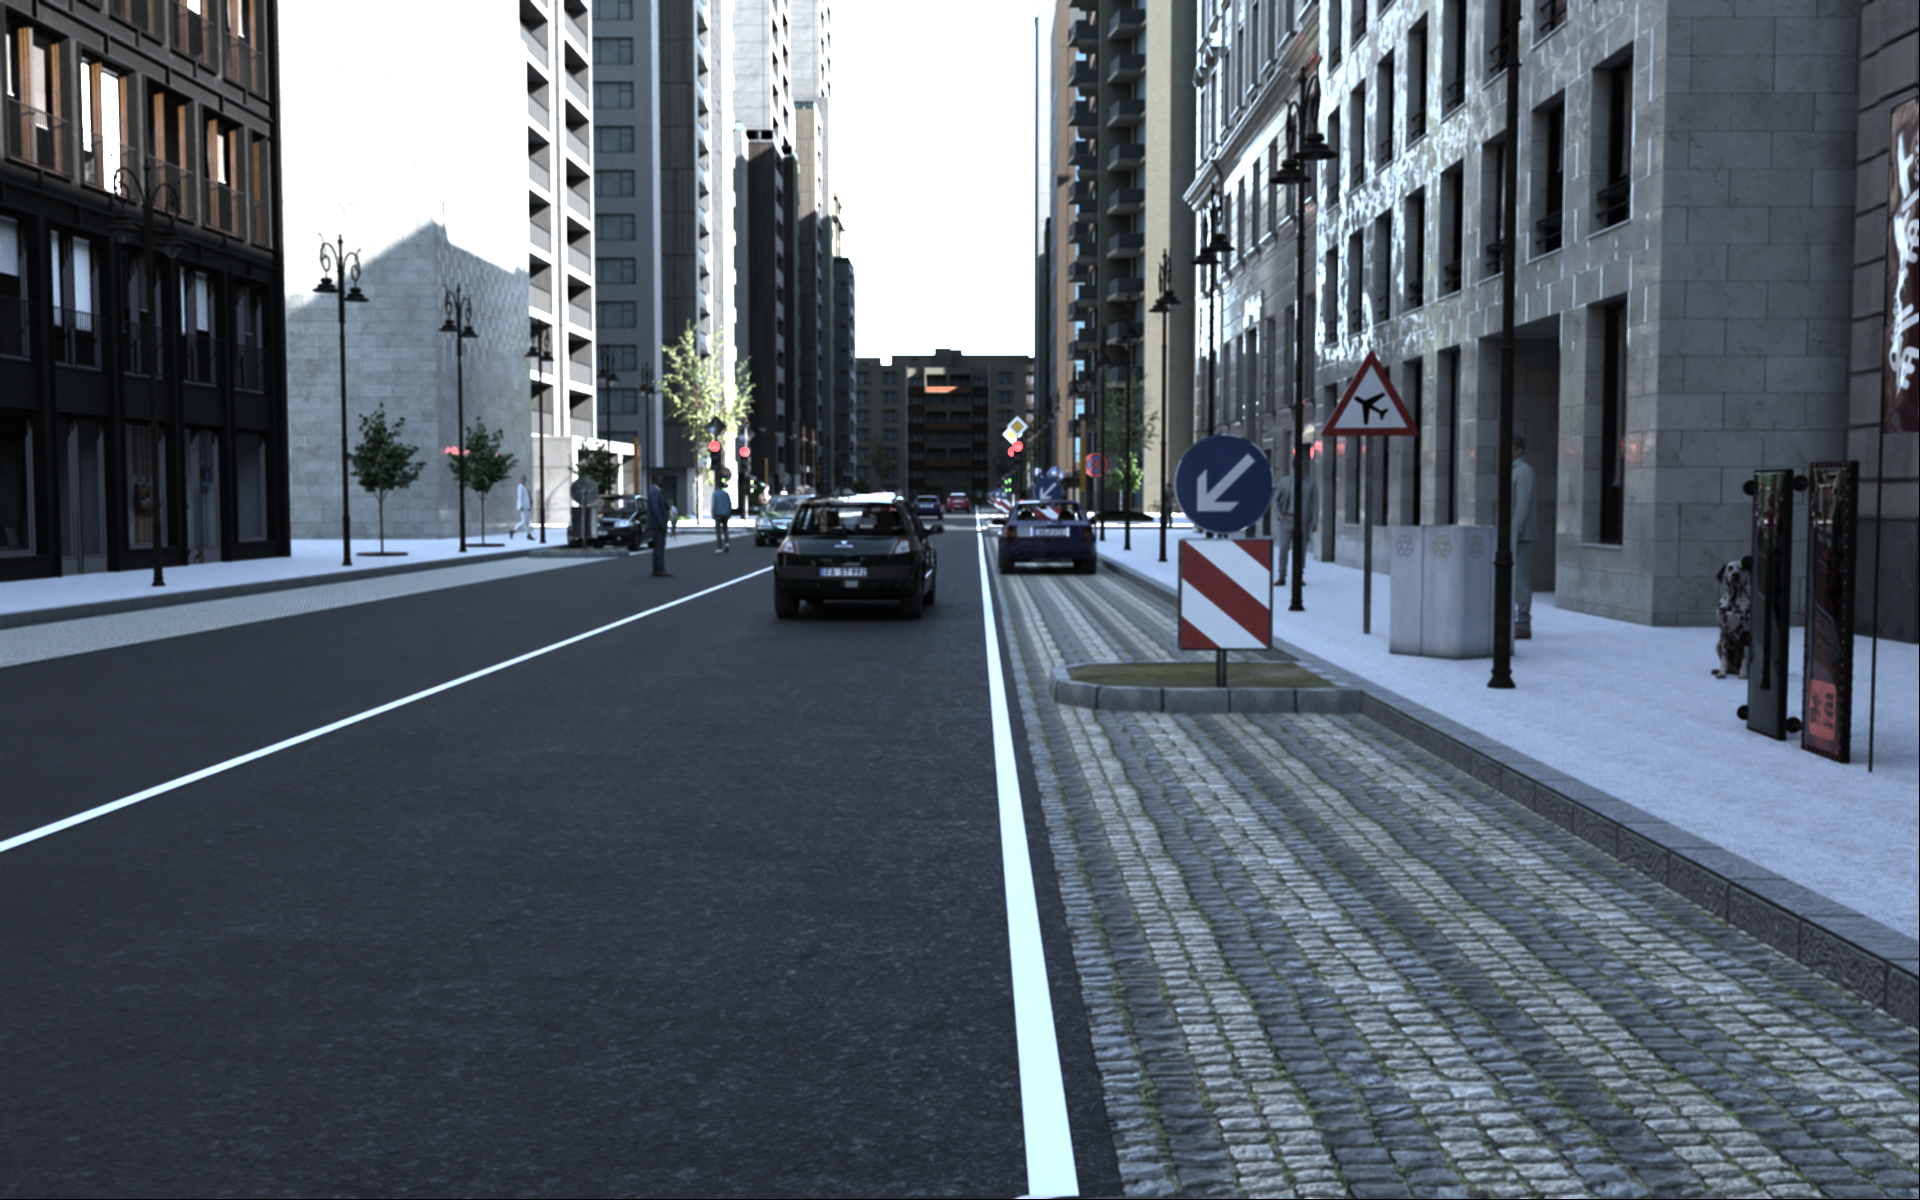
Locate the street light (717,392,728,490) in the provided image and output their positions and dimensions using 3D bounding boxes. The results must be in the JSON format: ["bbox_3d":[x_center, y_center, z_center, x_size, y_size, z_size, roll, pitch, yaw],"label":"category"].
[{"bbox_3d":[-10.688,-6.459,78.385,0.468,5.910,1.993,0,4,1],"label":"street light"}]

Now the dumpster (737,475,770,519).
[{"bbox_3d":[-10.605,-5.272,88.691,1.502,2.255,1.985,0,4,0],"label":"dumpster"}]

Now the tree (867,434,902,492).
[{"bbox_3d":[-9.344,-15.851,209.520,4.737,8.622,4.395,0,3,0],"label":"tree"}]

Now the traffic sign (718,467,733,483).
[{"bbox_3d":[-10.907,-4.897,80.176,0.768,2.556,0.104,0,4,8],"label":"traffic sign"}]

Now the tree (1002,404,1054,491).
[{"bbox_3d":[5.520,-11.670,141.166,4.737,8.622,4.395,0,3,0],"label":"tree"}]

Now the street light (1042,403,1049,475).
[{"bbox_3d":[4.260,-6.648,81.489,0.468,5.910,1.993,0,4,1],"label":"street light"}]

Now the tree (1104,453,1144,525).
[{"bbox_3d":[7.030,-4.726,71.872,1.663,3.219,1.824,0,3,0],"label":"tree"}]

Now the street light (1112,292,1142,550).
[{"bbox_3d":[3.859,-4.096,39.752,0.468,5.910,1.993,0,4,1],"label":"street light"}]

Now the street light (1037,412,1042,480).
[{"bbox_3d":[4.354,-7.073,88.434,0.468,5.910,1.993,0,4,1],"label":"street light"}]

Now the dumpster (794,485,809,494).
[{"bbox_3d":[-10.516,-6.773,116.492,1.264,1.857,1.865,0,4,0],"label":"dumpster"}]

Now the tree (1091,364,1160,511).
[{"bbox_3d":[9.299,-9.096,99.080,4.737,8.622,4.395,0,3,0],"label":"tree"}]

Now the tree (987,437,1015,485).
[{"bbox_3d":[5.542,-16.479,219.800,4.360,8.622,3.978,0,3,0],"label":"tree"}]

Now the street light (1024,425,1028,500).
[{"bbox_3d":[4.480,-8.361,109.484,0.468,5.910,1.993,0,4,1],"label":"street light"}]

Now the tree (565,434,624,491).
[{"bbox_3d":[-11.531,-3.736,55.684,1.663,3.219,1.824,0,3,0],"label":"tree"}]

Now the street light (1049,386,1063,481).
[{"bbox_3d":[4.223,-6.224,74.543,0.468,5.910,1.993,0,4,1],"label":"street light"}]

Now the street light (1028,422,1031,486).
[{"bbox_3d":[4.446,-7.936,102.538,0.468,5.910,1.993,0,4,1],"label":"street light"}]

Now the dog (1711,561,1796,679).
[{"bbox_3d":[5.592,0.135,12.171,0.800,0.831,0.513,-1,4,-16],"label":"dog"}]

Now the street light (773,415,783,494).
[{"bbox_3d":[-10.445,-7.750,99.493,0.468,5.910,1.993,0,4,1],"label":"street light"}]

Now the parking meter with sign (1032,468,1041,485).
[{"bbox_3d":[4.989,-7.227,114.427,0.543,3.016,1.738,1,4,11],"label":"parking meter with sign"}]

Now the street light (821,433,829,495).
[{"bbox_3d":[-10.211,-9.506,128.214,0.468,5.910,1.993,0,4,1],"label":"street light"}]

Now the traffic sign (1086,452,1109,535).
[{"bbox_3d":[4.101,-3.198,52.391,0.768,2.556,0.104,0,4,3],"label":"traffic sign"}]

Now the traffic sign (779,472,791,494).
[{"bbox_3d":[-10.235,-6.159,100.800,0.768,2.556,0.104,0,4,4],"label":"traffic sign"}]

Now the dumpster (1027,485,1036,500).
[{"bbox_3d":[4.488,-5.749,99.754,1.264,1.857,1.865,0,4,1],"label":"dumpster"}]

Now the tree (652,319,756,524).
[{"bbox_3d":[-10.903,-7.555,73.881,4.737,8.622,4.395,0,3,0],"label":"tree"}]

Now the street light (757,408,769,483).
[{"bbox_3d":[-10.520,-7.325,92.547,0.468,5.910,1.993,0,4,1],"label":"street light"}]

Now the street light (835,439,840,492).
[{"bbox_3d":[-10.061,-10.356,142.106,0.468,5.910,1.993,0,4,1],"label":"street light"}]

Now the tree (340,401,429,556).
[{"bbox_3d":[-12.064,-2.537,36.087,1.663,3.219,1.824,0,3,0],"label":"tree"}]

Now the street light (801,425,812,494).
[{"bbox_3d":[-10.274,-8.643,114.104,0.468,5.910,1.993,0,4,1],"label":"street light"}]

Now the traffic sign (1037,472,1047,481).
[{"bbox_3d":[4.885,-6.178,101.112,0.768,2.556,0.104,0,4,8],"label":"traffic sign"}]

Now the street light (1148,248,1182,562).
[{"bbox_3d":[3.862,-3.671,32.806,0.468,5.910,1.993,0,4,1],"label":"street light"}]

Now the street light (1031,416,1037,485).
[{"bbox_3d":[4.344,-7.498,95.381,0.468,5.910,1.993,0,4,1],"label":"street light"}]

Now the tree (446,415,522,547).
[{"bbox_3d":[-11.844,-2.928,42.472,1.663,3.219,1.824,0,3,0],"label":"tree"}]

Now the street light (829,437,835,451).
[{"bbox_3d":[-10.253,-9.931,135.161,0.468,5.910,1.993,0,4,1],"label":"street light"}]

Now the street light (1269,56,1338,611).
[{"bbox_3d":[3.711,-2.821,18.914,0.468,5.910,1.993,0,4,1],"label":"street light"}]

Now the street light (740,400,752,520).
[{"bbox_3d":[-10.532,-6.900,85.601,0.468,5.910,1.993,0,4,1],"label":"street light"}]

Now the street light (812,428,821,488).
[{"bbox_3d":[-10.235,-9.068,121.050,0.468,5.910,1.993,0,4,1],"label":"street light"}]

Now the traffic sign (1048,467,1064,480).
[{"bbox_3d":[4.422,-4.895,80.133,0.768,2.556,0.104,0,4,3],"label":"traffic sign"}]

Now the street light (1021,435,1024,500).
[{"bbox_3d":[4.539,-8.785,116.430,0.468,5.910,1.993,0,4,1],"label":"street light"}]

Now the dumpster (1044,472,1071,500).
[{"bbox_3d":[4.265,-4.679,79.002,1.502,2.255,1.985,0,4,0],"label":"dumpster"}]

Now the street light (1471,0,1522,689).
[{"bbox_3d":[3.597,-2.357,11.329,0.468,5.910,1.993,0,4,1],"label":"street light"}]

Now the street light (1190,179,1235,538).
[{"bbox_3d":[3.749,-3.246,25.860,0.468,5.910,1.993,0,4,1],"label":"street light"}]

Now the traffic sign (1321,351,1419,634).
[{"bbox_3d":[3.739,-0.969,15.844,0.884,2.594,0.081,0,4,4],"label":"traffic sign"}]

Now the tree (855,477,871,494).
[{"bbox_3d":[-9.966,-11.193,177.600,1.663,3.219,1.824,0,3,0],"label":"tree"}]

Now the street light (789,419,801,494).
[{"bbox_3d":[-10.312,-8.194,106.756,0.468,5.910,1.993,0,4,1],"label":"street light"}]

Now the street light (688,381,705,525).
[{"bbox_3d":[-10.740,-5.997,70.832,0.468,5.910,1.993,0,4,1],"label":"street light"}]
